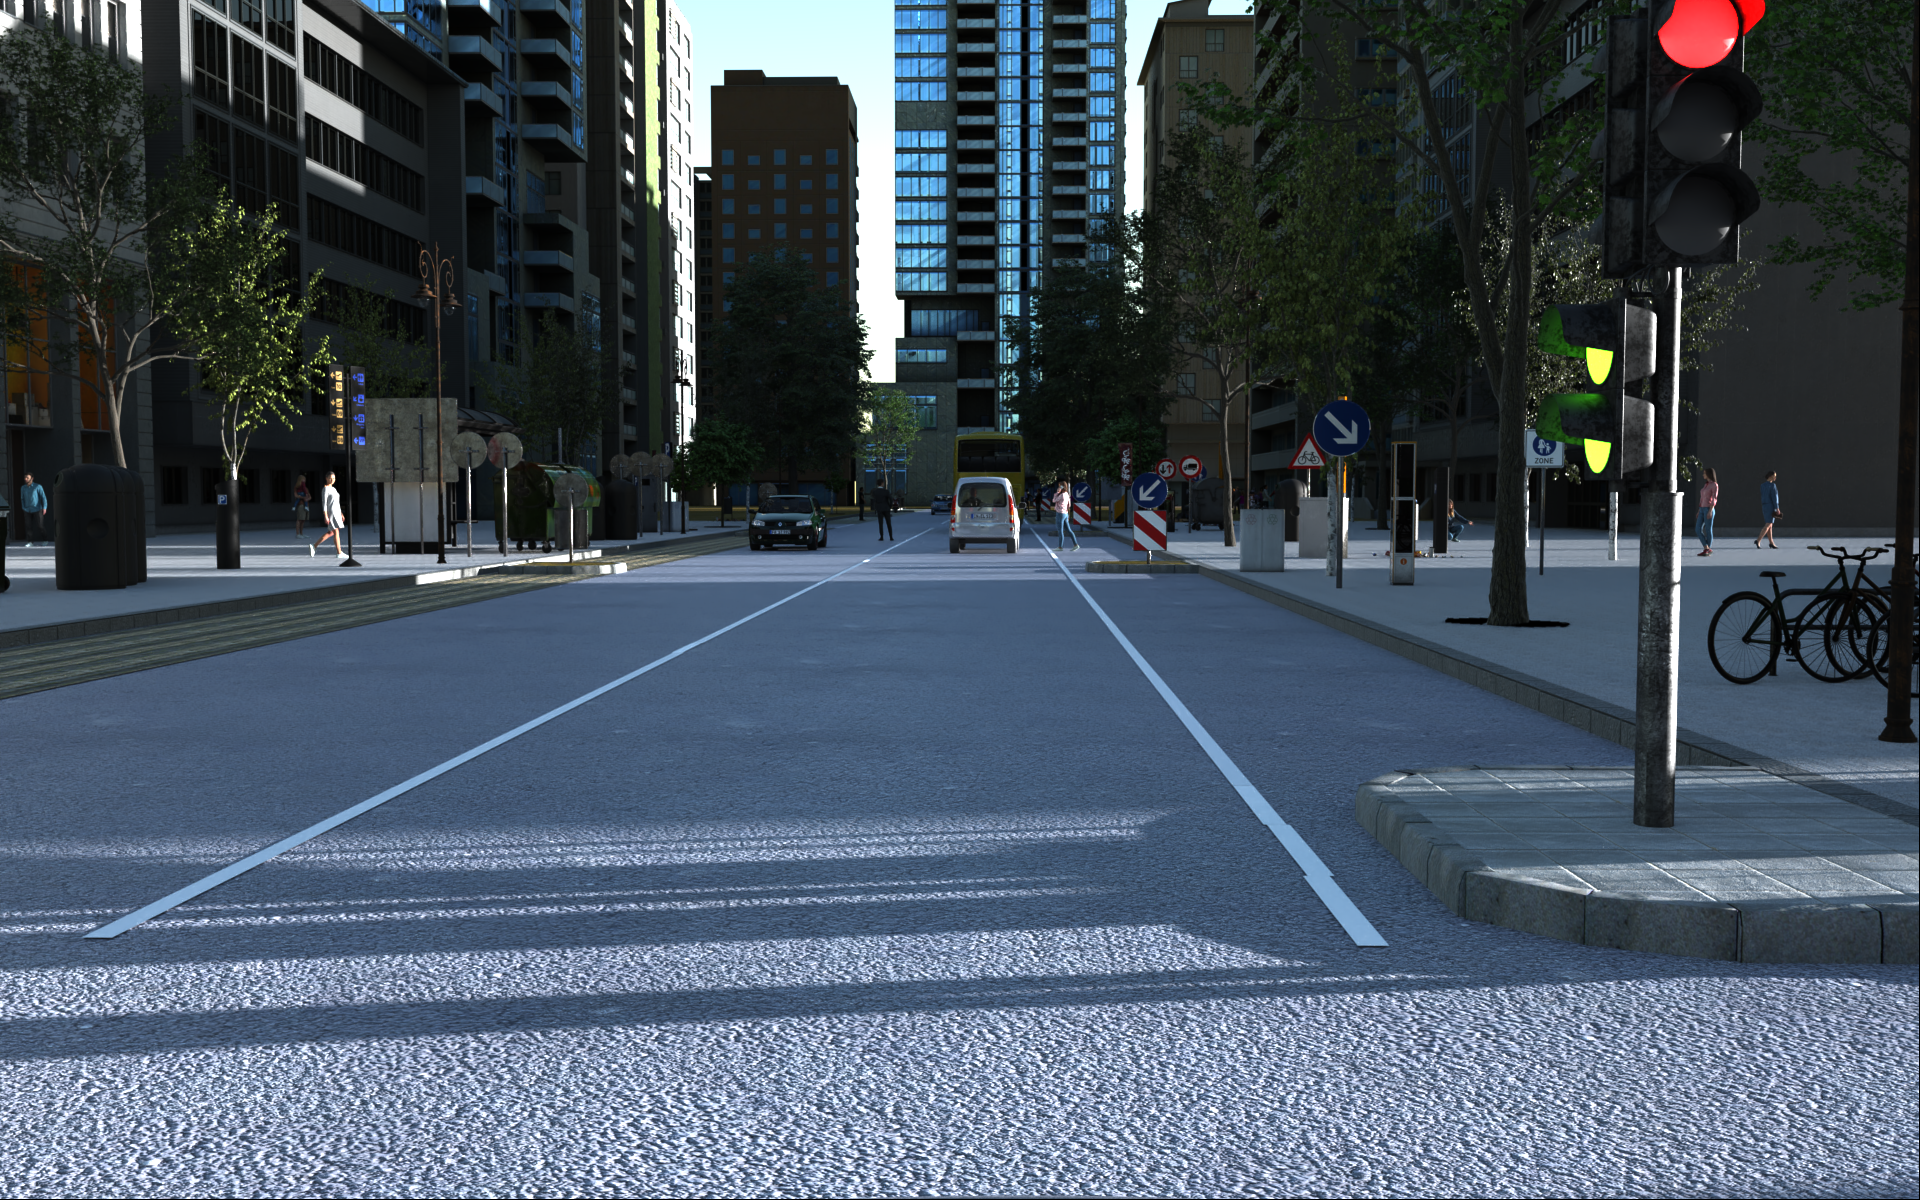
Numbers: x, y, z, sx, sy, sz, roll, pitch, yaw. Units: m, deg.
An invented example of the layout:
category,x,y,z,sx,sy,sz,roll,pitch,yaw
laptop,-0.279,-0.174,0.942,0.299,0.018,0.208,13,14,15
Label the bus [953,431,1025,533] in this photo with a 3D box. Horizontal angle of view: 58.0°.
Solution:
category,x,y,z,sx,sy,sz,roll,pitch,yaw
bus,1.124,-4.627,67.191,2.896,3.916,12.252,0,4,1

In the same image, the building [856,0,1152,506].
category,x,y,z,sx,sy,sz,roll,pitch,yaw
building,4.868,-53.621,189.374,31.000,86.520,22.319,0,4,1

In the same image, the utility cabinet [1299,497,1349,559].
category,x,y,z,sx,sy,sz,roll,pitch,yaw
utility cabinet,7.309,-1.447,34.820,0.306,1.237,1.020,-3,5,-40

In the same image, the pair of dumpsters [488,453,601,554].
category,x,y,z,sx,sy,sz,roll,pitch,yaw
pair of dumpsters,-9.400,-2.250,39.284,1.574,2.255,4.437,0,4,1

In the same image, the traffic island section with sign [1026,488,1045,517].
category,x,y,z,sx,sy,sz,roll,pitch,yaw
traffic island section with sign,5.226,-6.106,108.454,1.989,1.847,2.006,0,4,1

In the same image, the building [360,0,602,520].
category,x,y,z,sx,sy,sz,roll,pitch,yaw
building,-33.354,-48.006,97.576,22.319,86.520,31.000,0,4,1

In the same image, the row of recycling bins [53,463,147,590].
category,x,y,z,sx,sy,sz,roll,pitch,yaw
row of recycling bins,-12.210,-1.077,24.724,1.069,1.692,3.534,-1,4,-20

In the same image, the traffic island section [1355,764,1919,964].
category,x,y,z,sx,sy,sz,roll,pitch,yaw
traffic island section,2.716,0.951,6.728,2.009,0.180,2.903,0,4,1

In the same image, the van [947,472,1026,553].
category,x,y,z,sx,sy,sz,roll,pitch,yaw
van,0.642,-2.231,43.486,2.013,2.044,4.112,0,4,3

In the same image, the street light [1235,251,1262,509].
category,x,y,z,sx,sy,sz,roll,pitch,yaw
street light,5.443,-3.671,32.812,0.468,5.910,1.993,0,4,1

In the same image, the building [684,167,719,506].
category,x,y,z,sx,sy,sz,roll,pitch,yaw
building,-37.306,-30.803,195.502,23.993,40.220,32.217,0,4,1

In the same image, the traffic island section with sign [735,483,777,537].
category,x,y,z,sx,sy,sz,roll,pitch,yaw
traffic island section with sign,-6.507,-3.061,58.671,1.989,1.847,2.006,0,4,1

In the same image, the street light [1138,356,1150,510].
category,x,y,z,sx,sy,sz,roll,pitch,yaw
street light,5.898,-5.131,56.680,0.468,5.910,1.993,0,4,1

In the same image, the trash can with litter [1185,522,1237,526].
category,x,y,z,sx,sy,sz,roll,pitch,yaw
trash can with litter,10.197,-3.601,69.934,2.233,1.210,1.678,0,4,3

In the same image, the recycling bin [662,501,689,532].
category,x,y,z,sx,sy,sz,roll,pitch,yaw
recycling bin,-9.734,-2.843,59.042,0.722,1.027,0.722,3,5,42

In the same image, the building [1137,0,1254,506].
category,x,y,z,sx,sy,sz,roll,pitch,yaw
building,34.344,-36.881,192.235,27.495,52.752,28.713,0,4,1

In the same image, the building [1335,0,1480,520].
category,x,y,z,sx,sy,sz,roll,pitch,yaw
building,37.283,-24.590,93.923,32.217,40.220,23.993,0,4,1

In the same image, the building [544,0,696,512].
category,x,y,z,sx,sy,sz,roll,pitch,yaw
building,-28.719,-27.773,137.679,14.086,41.232,14.154,0,4,1

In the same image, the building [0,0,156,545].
category,x,y,z,sx,sy,sz,roll,pitch,yaw
building,-29.458,-15.787,35.604,11.434,29.767,29.804,0,4,1

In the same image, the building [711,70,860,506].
category,x,y,z,sx,sy,sz,roll,pitch,yaw
building,-18.425,-32.798,186.363,14.200,45.320,14.600,0,4,1

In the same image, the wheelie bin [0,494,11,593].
category,x,y,z,sx,sy,sz,roll,pitch,yaw
wheelie bin,-12.700,-0.878,22.266,0.693,1.594,0.980,0,4,-6

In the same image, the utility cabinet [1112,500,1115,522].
category,x,y,z,sx,sy,sz,roll,pitch,yaw
utility cabinet,7.368,-4.104,78.266,1.020,1.237,0.306,3,5,45

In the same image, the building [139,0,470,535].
category,x,y,z,sx,sy,sz,roll,pitch,yaw
building,-30.142,-15.118,66.253,14.314,24.678,30.058,0,4,1

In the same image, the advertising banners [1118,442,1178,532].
category,x,y,z,sx,sy,sz,roll,pitch,yaw
advertising banners,6.333,-3.814,58.543,2.074,3.025,0.090,1,4,19

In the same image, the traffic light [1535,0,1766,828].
category,x,y,z,sx,sy,sz,roll,pitch,yaw
traffic light,2.676,-1.082,6.615,0.839,4.253,0.868,0,4,1

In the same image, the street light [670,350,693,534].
category,x,y,z,sx,sy,sz,roll,pitch,yaw
street light,-8.934,-5.074,55.749,0.468,5.910,1.993,0,4,1

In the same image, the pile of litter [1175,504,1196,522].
category,x,y,z,sx,sy,sz,roll,pitch,yaw
pile of litter,10.366,-3.955,78.632,1.719,0.858,1.176,2,4,31

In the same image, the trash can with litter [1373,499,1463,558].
category,x,y,z,sx,sy,sz,roll,pitch,yaw
trash can with litter,9.379,-1.516,35.852,1.678,1.210,2.233,0,4,3

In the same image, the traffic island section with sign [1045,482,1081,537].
category,x,y,z,sx,sy,sz,roll,pitch,yaw
traffic island section with sign,4.019,-3.090,59.143,1.989,1.847,2.006,0,4,1

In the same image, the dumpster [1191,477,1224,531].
category,x,y,z,sx,sy,sz,roll,pitch,yaw
dumpster,8.855,-3.391,61.195,1.264,1.857,1.865,0,4,2

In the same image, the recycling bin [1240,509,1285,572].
category,x,y,z,sx,sy,sz,roll,pitch,yaw
recycling bin,5.026,-0.995,28.821,0.722,1.027,0.722,1,4,9

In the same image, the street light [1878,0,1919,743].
category,x,y,z,sx,sy,sz,roll,pitch,yaw
street light,4.878,-2.204,8.830,0.468,5.910,1.993,0,4,1

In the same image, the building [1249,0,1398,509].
category,x,y,z,sx,sy,sz,roll,pitch,yaw
building,31.886,-30.154,116.724,21.300,48.544,21.600,0,4,1

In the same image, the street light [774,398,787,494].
category,x,y,z,sx,sy,sz,roll,pitch,yaw
street light,-8.348,-6.579,80.351,0.468,5.910,1.993,0,4,1

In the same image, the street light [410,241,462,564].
category,x,y,z,sx,sy,sz,roll,pitch,yaw
street light,-9.596,-3.615,31.886,0.468,5.910,1.993,0,4,1

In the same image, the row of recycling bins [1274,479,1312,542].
category,x,y,z,sx,sy,sz,roll,pitch,yaw
row of recycling bins,9.300,-2.521,48.327,1.069,1.692,3.534,1,4,12

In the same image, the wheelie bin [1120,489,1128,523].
category,x,y,z,sx,sy,sz,roll,pitch,yaw
wheelie bin,7.284,-4.193,76.470,0.693,1.594,0.980,0,4,-5

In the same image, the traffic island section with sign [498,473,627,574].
category,x,y,z,sx,sy,sz,roll,pitch,yaw
traffic island section with sign,-7.184,-1.406,31.623,1.989,1.847,2.006,0,4,1

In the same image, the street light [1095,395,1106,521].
category,x,y,z,sx,sy,sz,roll,pitch,yaw
street light,6.576,-6.633,81.237,0.468,5.910,1.993,0,4,1

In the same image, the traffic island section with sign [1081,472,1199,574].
category,x,y,z,sx,sy,sz,roll,pitch,yaw
traffic island section with sign,3.351,-1.441,32.196,1.989,1.847,2.006,0,4,1

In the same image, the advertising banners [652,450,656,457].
category,x,y,z,sx,sy,sz,roll,pitch,yaw
advertising banners,-12.233,-4.399,68.111,0.090,3.025,2.074,0,4,7

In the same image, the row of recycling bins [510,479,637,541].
category,x,y,z,sx,sy,sz,roll,pitch,yaw
row of recycling bins,-10.649,-2.496,47.918,3.534,1.692,1.069,-2,4,-31

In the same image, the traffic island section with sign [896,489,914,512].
category,x,y,z,sx,sy,sz,roll,pitch,yaw
traffic island section with sign,-4.609,-7.799,136.144,1.989,1.847,2.006,0,4,1

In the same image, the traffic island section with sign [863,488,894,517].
category,x,y,z,sx,sy,sz,roll,pitch,yaw
traffic island section with sign,-5.279,-6.149,109.171,1.989,1.847,2.006,0,4,1

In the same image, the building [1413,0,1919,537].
category,x,y,z,sx,sy,sz,roll,pitch,yaw
building,27.754,-15.080,65.631,14.314,24.678,30.058,0,4,1
